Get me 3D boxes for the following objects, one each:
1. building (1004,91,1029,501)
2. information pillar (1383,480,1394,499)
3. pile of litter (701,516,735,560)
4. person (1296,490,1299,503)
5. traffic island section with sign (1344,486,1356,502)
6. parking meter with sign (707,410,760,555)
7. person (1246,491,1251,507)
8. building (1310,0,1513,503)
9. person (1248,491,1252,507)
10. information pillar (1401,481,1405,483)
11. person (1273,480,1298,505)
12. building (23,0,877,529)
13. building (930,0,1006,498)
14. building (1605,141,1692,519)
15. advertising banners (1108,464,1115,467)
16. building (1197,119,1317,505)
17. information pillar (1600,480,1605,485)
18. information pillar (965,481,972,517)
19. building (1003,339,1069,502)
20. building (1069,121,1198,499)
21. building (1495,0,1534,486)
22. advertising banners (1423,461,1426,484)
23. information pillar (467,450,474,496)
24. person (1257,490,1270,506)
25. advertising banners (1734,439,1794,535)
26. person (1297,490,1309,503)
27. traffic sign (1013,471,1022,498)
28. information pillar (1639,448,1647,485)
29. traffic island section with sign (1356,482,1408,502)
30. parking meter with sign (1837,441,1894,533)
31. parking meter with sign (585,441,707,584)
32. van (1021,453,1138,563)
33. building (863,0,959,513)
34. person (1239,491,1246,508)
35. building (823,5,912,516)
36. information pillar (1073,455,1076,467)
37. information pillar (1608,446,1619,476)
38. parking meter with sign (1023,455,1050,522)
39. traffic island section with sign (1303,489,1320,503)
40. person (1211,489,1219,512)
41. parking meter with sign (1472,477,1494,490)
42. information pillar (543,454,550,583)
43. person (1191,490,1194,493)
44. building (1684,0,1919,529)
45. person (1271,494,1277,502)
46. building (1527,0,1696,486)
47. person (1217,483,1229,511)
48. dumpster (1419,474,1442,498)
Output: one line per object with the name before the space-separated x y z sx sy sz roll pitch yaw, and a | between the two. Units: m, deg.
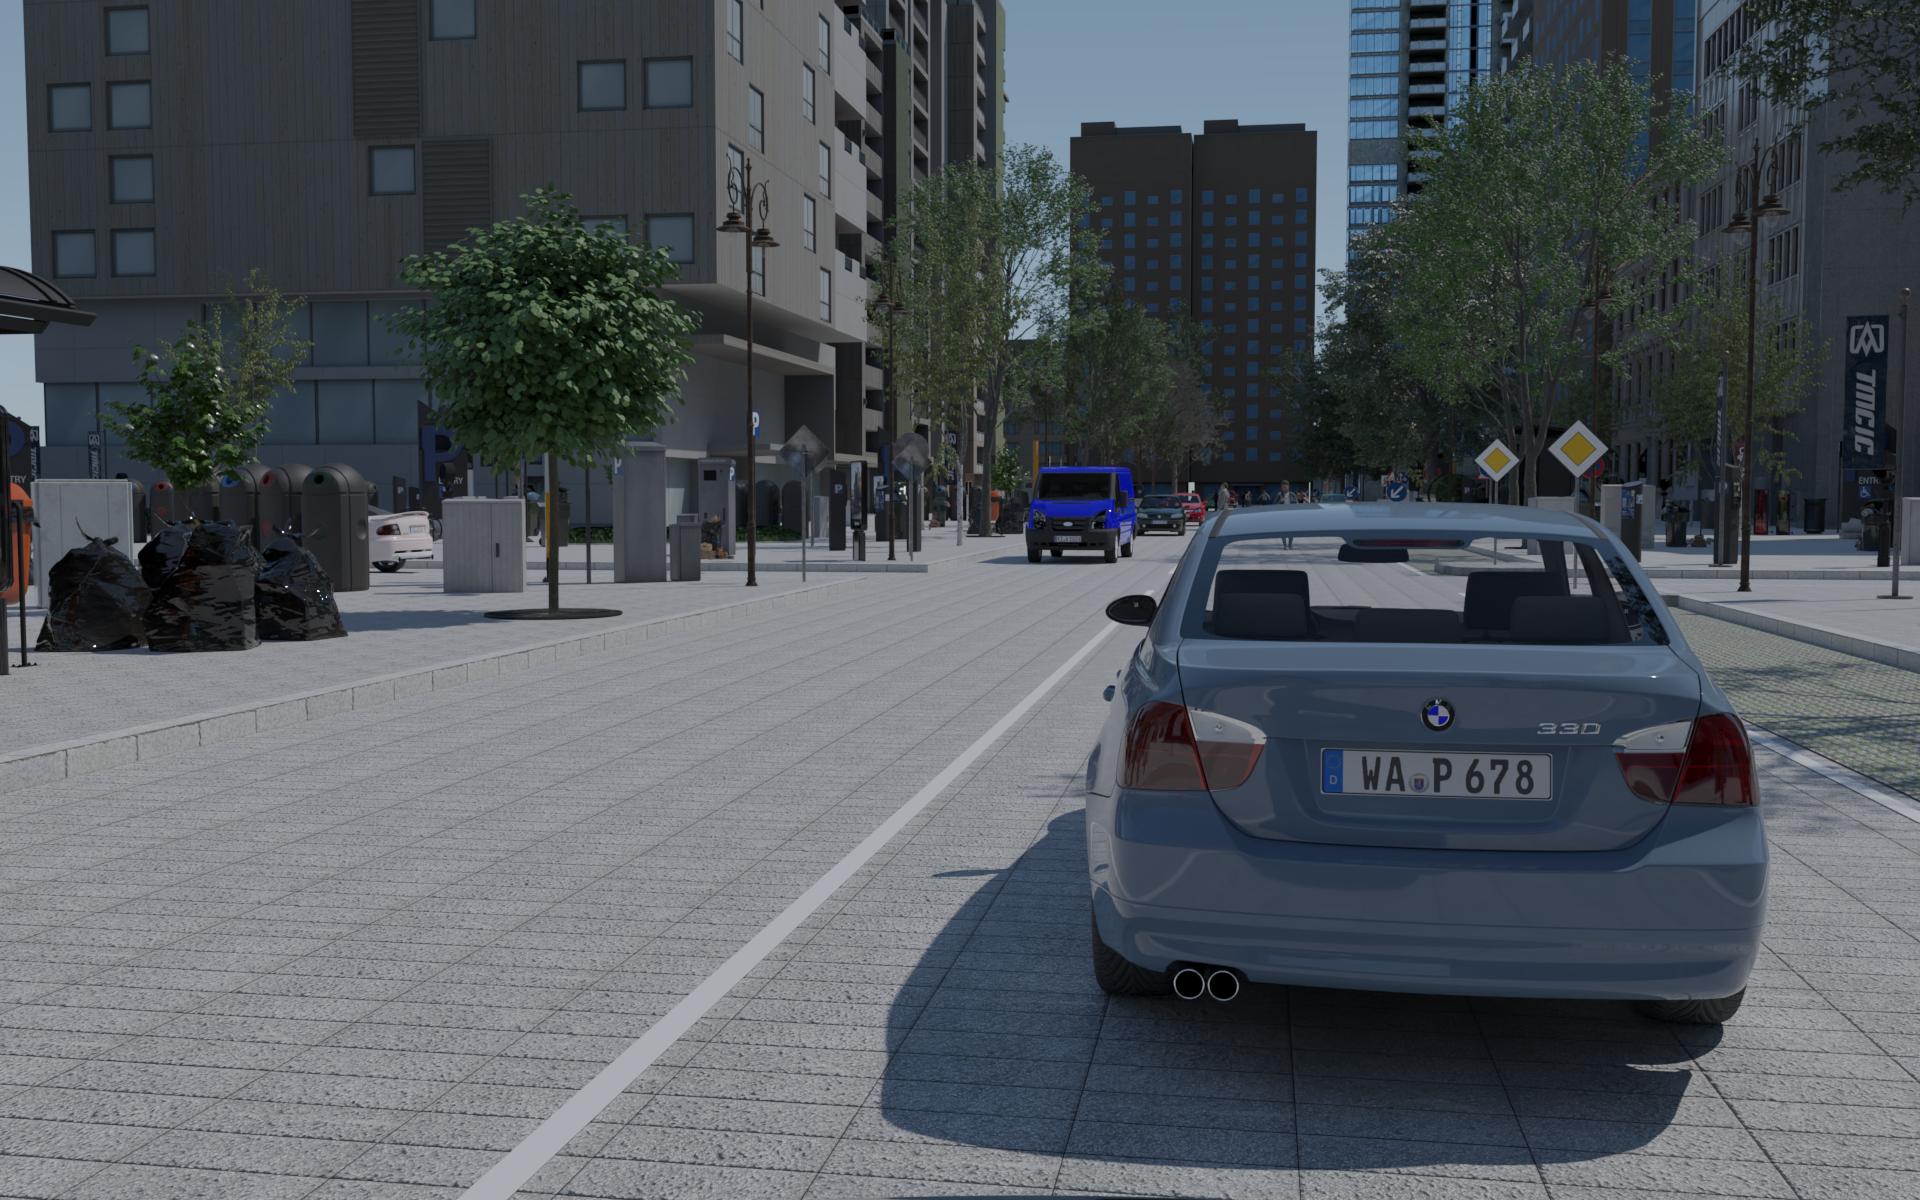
building | -9.099 -31.017 161.748 28.867 44.769 22.147 1 4 10
information pillar | 22.408 -5.245 90.241 0.304 2.012 0.304 -1 4 -22
pile of litter | -5.135 -1.256 34.501 1.176 0.858 1.719 -2 4 -24
person | 32.559 -9.697 167.053 0.705 1.823 1.348 1 4 9
traffic island section with sign | 18.537 -4.537 82.810 1.989 1.847 2.006 1 4 10
parking meter with sign | -5.112 -2.457 36.430 1.738 3.016 0.543 1 4 14
person | 25.433 -8.785 152.861 0.721 1.735 1.217 2 4 28
building | 58.268 -54.721 207.362 31.000 86.520 22.319 1 4 10
person | 26.713 -9.209 159.989 0.530 1.710 0.541 -1 4 -13
information pillar | 24.539 -5.626 96.471 0.304 2.012 0.304 3 5 44
person | 8.299 -2.153 44.046 0.623 1.781 0.721 -1 4 -13
building | -19.526 -29.682 74.537 28.713 52.752 27.495 1 4 10
building | -4.315 -27.822 138.476 14.154 41.232 14.086 1 4 10
building | 41.737 -15.604 91.276 11.583 22.565 21.152 1 4 10
advertising banners | 8.397 -6.519 102.773 0.090 3.025 2.074 -3 5 -42
building | 35.525 -34.226 209.699 14.200 45.320 14.600 1 4 10
information pillar | 33.092 -5.175 89.098 0.304 2.012 0.304 0 4 -1
information pillar | 0.482 -5.702 97.719 0.304 2.012 0.304 -3 5 -42
building | 0.865 -23.090 222.566 28.899 21.520 27.650 1 4 10
building | 21.122 -34.303 210.956 14.200 45.320 14.600 1 4 10
building | 57.973 -32.192 145.953 23.786 49.044 30.456 1 4 10
advertising banners | 23.080 -5.329 83.318 2.074 3.025 0.090 -1 4 -17
information pillar | -16.764 -4.128 58.847 0.504 3.616 0.183 0 4 4
person | 27.644 -9.105 157.359 1.348 1.826 0.705 3 5 42
advertising banners | 25.192 -3.557 54.344 0.090 3.025 2.074 -2 4 -31
person | 30.580 -8.961 155.023 1.348 1.823 0.705 2 4 29
traffic sign | 2.565 -5.035 82.430 0.768 2.556 0.104 1 4 19
information pillar | 34.969 -5.953 88.682 0.183 3.616 0.504 -1 4 -18
traffic island section with sign | 13.949 -2.897 55.993 1.989 1.847 2.006 1 4 10
parking meter with sign | 29.629 -3.687 56.538 1.738 3.016 0.543 1 4 23
parking meter with sign | -4.618 -1.761 25.056 1.738 3.016 0.543 -3 4 -36
van | 2.684 -2.040 37.744 2.240 2.365 5.245 1 4 11
building | -10.792 -41.716 120.307 20.563 71.187 20.611 1 4 10
person | 24.128 -8.485 148.050 0.721 1.723 1.217 -1 4 -16
building | -11.098 -20.307 103.726 14.160 30.474 14.107 1 4 10
information pillar | 6.856 -6.864 103.585 0.183 3.616 0.504 1 4 19
information pillar | 31.698 -5.672 84.091 0.504 3.616 0.183 3 4 37
parking meter with sign | 3.195 -5.019 78.322 1.738 3.016 0.543 0 4 8
traffic island section with sign | 27.060 -7.578 132.524 1.989 1.847 2.006 1 4 10
person | 20.303 -7.899 137.670 0.705 1.821 1.348 -1 4 -15
parking meter with sign | 23.664 -5.076 79.247 1.738 3.016 0.543 -1 4 -15
information pillar | -5.954 -2.058 25.003 0.183 3.616 0.504 -1 4 -15
person | 18.201 -7.677 134.708 0.721 1.739 1.217 1 4 18
building | 38.640 -15.469 70.936 12.078 24.808 19.932 1 4 10
person | 27.593 -8.515 150.983 1.065 1.426 0.557 0 4 -3
building | 49.354 -29.037 124.870 14.600 45.320 14.200 1 4 10
person | 8.593 -2.945 56.839 0.473 1.802 0.592 3 5 43
dumpster | 21.995 -4.727 79.776 1.502 2.255 1.985 1 4 10
